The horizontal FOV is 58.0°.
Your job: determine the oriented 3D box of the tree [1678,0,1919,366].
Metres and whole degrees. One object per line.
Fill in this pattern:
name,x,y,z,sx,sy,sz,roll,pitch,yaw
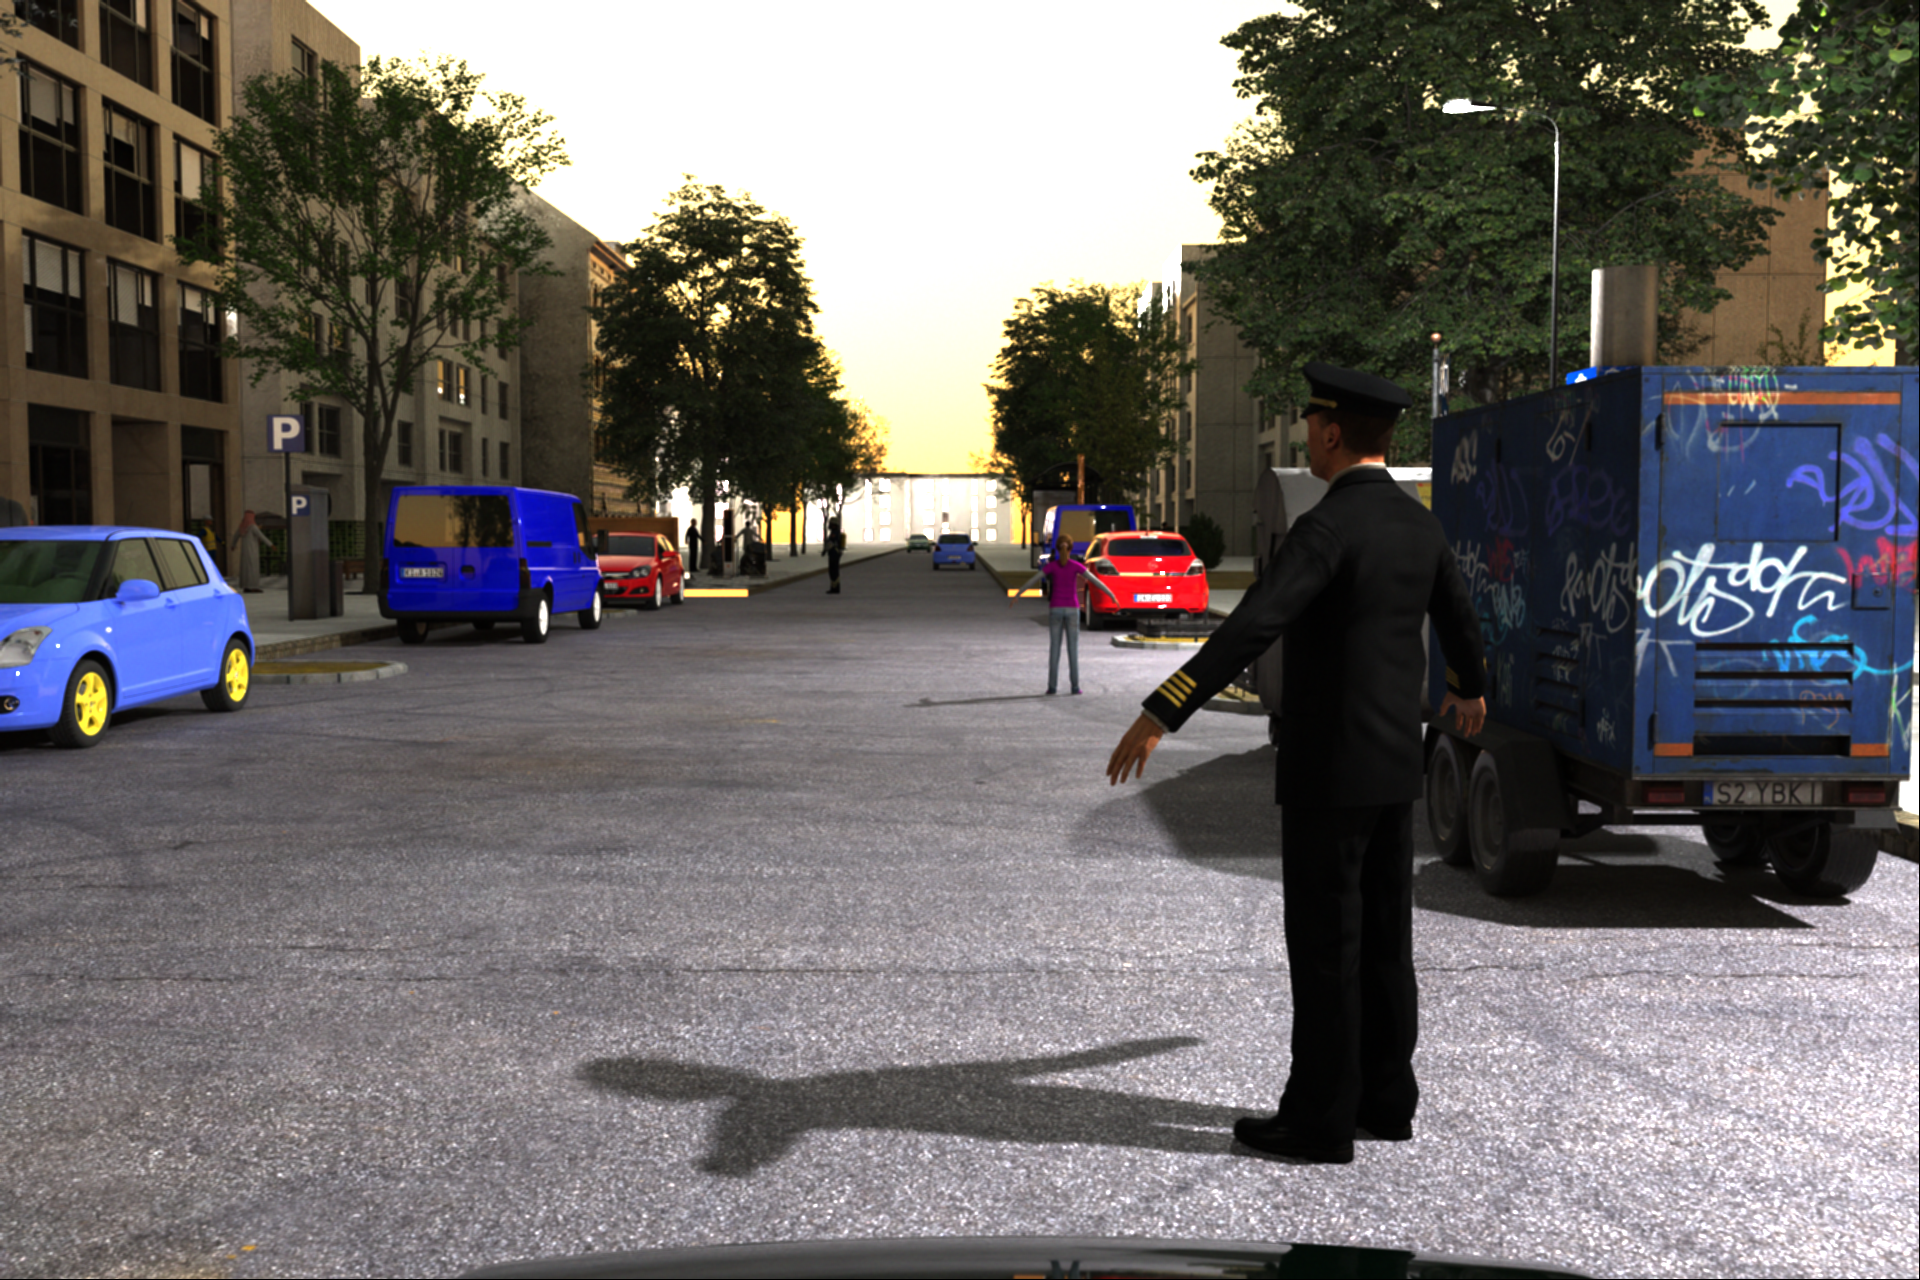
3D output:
tree,8.352,-6.302,9.696,9.857,13.997,8.962,0,3,0

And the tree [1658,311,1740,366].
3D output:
tree,22.561,-6.499,56.625,4.360,8.622,3.978,0,3,0

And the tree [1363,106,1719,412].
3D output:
tree,15.825,-8.463,48.741,12.009,13.543,11.850,0,3,0

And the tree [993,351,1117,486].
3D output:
tree,5.481,-10.474,97.013,9.928,11.665,9.643,0,3,0

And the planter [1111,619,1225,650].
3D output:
planter,2.982,-0.074,22.347,1.991,0.319,1.994,0,4,0

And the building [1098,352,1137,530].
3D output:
building,22.483,-18.404,167.365,16.747,18.905,31.486,0,4,-1

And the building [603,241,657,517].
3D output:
building,-27.059,-15.696,113.043,16.016,20.090,11.380,0,3,0

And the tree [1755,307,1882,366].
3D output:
tree,27.982,-6.538,57.260,4.737,8.622,4.395,0,3,0

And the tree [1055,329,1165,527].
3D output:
tree,5.510,-6.808,61.665,4.737,8.622,4.395,0,3,0

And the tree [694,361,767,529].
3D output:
tree,-9.708,-7.538,73.611,4.737,8.622,4.395,0,3,0

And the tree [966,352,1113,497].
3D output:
tree,6.002,-12.196,109.770,12.009,13.543,11.850,0,3,0

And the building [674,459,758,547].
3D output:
building,-25.644,-14.682,182.204,9.099,9.664,28.070,0,4,-1

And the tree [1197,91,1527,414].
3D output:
tree,8.988,-6.940,39.220,9.928,11.665,9.643,0,3,0

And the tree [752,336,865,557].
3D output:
tree,-9.277,-11.014,98.198,7.486,12.596,7.792,0,3,0

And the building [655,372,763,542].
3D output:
building,-29.624,-21.245,203.781,16.016,20.090,11.380,0,4,-1

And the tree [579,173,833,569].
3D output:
tree,-9.142,-9.568,63.085,9.857,13.997,8.962,0,3,0

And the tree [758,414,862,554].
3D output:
tree,-9.797,-10.837,111.597,7.601,10.594,8.767,-2,4,-26

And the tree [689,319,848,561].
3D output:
tree,-9.173,-9.574,82.295,9.928,11.665,9.643,0,3,0

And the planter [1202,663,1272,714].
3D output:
planter,2.997,0.397,14.655,1.991,0.319,1.994,0,4,-1

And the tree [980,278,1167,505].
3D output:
tree,5.908,-10.980,86.174,9.857,13.997,8.962,0,3,0

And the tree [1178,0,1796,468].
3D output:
tree,8.364,-7.434,28.199,9.857,13.997,8.962,0,3,0

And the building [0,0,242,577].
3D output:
building,-29.504,-13.903,30.520,19.350,26.588,34.151,0,4,0

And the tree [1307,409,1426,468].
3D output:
tree,14.080,-6.556,57.561,4.360,8.622,3.978,0,3,0

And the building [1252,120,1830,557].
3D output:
building,25.080,-13.228,82.728,16.747,18.905,31.486,0,4,0

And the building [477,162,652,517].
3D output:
building,-28.256,-16.300,97.432,19.493,23.208,18.063,0,4,-1

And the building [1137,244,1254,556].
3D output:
building,21.763,-15.167,114.446,16.747,18.905,31.486,0,4,0

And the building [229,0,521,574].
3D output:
building,-30.134,-12.476,70.433,16.747,18.905,31.486,0,4,-1

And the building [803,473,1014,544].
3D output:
building,-6.830,-17.829,236.115,28.070,9.664,9.099,0,4,7

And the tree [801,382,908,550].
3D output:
tree,-9.834,-14.077,140.531,12.009,13.543,11.850,0,3,0

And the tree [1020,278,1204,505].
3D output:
tree,6.058,-8.875,70.867,9.928,11.665,9.643,0,3,0

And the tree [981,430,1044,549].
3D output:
tree,5.440,-13.489,146.299,9.928,11.665,9.643,0,3,0

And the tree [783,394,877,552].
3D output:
tree,-9.696,-12.150,124.410,9.928,11.665,9.643,0,3,0

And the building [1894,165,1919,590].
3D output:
building,25.129,-11.044,28.793,9.793,21.092,18.267,0,4,0

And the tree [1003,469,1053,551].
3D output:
tree,5.294,-10.906,128.669,4.737,8.622,4.395,0,3,0
